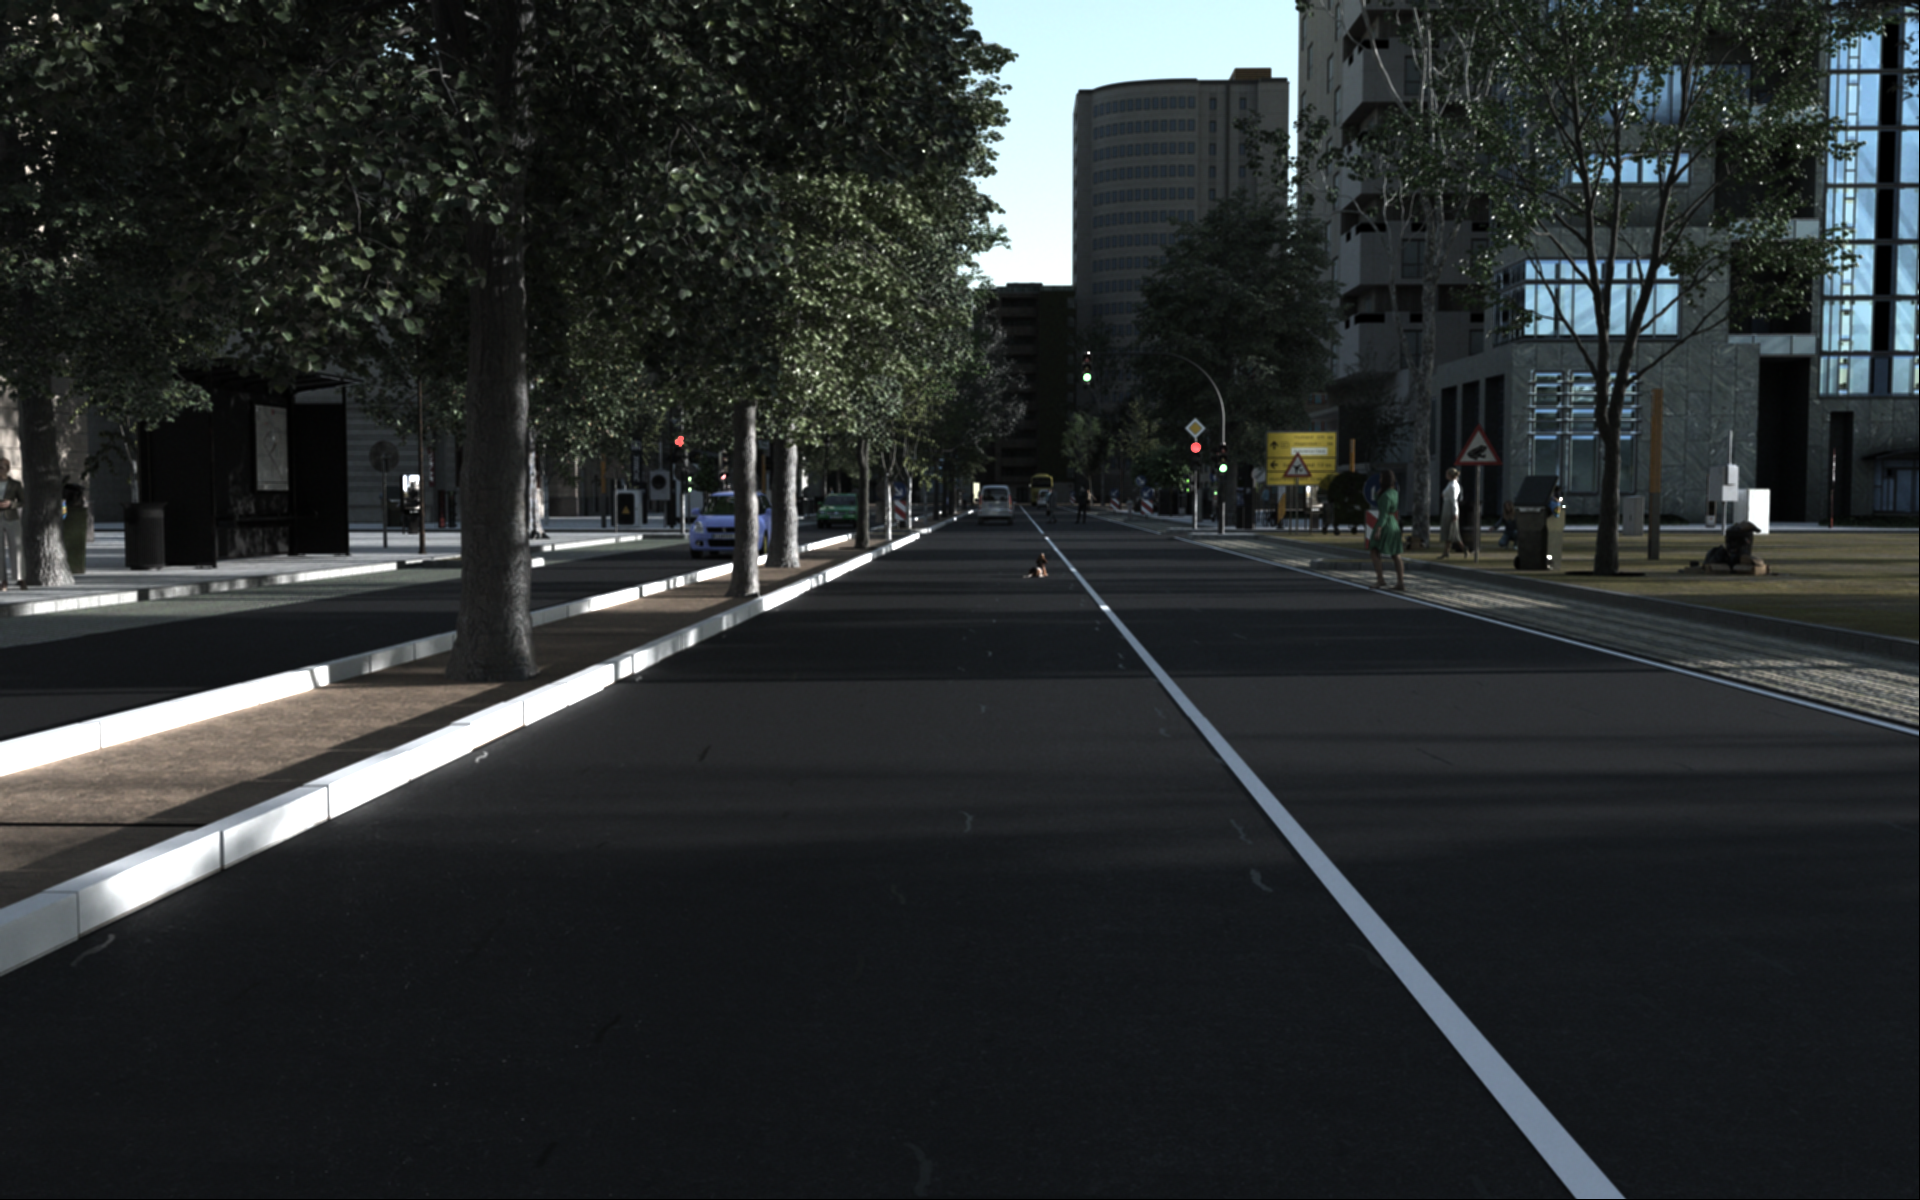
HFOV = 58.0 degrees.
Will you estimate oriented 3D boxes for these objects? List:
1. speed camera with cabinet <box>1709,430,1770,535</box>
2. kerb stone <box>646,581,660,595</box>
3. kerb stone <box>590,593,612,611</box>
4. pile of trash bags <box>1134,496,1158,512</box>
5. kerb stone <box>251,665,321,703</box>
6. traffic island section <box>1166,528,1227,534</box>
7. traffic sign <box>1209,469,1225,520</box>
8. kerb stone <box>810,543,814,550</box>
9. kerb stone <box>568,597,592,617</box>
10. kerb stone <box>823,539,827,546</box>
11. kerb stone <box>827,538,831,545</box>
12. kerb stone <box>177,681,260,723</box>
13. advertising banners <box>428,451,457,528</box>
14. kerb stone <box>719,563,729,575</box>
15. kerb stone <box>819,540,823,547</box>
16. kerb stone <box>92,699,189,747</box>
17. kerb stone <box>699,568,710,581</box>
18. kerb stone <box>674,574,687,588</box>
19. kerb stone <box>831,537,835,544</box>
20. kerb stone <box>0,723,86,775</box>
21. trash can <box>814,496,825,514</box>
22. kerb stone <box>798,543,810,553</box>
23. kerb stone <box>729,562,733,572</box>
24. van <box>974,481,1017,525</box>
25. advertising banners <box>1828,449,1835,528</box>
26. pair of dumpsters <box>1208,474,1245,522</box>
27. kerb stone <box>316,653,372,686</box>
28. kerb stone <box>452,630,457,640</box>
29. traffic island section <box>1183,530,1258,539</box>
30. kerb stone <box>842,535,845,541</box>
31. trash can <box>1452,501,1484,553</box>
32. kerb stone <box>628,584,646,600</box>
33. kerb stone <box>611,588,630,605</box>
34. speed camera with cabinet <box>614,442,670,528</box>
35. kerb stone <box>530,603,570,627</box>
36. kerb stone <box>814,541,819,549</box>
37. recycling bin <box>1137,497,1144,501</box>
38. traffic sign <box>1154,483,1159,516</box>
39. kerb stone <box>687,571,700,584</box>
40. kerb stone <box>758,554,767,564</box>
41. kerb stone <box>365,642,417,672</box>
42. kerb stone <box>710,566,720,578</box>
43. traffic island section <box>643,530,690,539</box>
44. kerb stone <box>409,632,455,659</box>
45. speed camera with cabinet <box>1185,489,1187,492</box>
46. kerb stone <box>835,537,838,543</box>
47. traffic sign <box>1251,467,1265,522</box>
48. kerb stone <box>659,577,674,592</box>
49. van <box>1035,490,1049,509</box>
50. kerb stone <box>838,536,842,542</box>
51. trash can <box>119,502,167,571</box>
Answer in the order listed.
[{"bbox_3d":[24.446,-3.668,54.304,2.038,3.252,0.660,-2,4,-24],"label":"speed camera with cabinet"},{"bbox_3d":[-4.457,-0.146,24.588,0.120,0.150,1.000,0,4,2],"label":"kerb stone"},{"bbox_3d":[-4.536,0.041,21.518,0.120,0.150,1.000,0,4,2],"label":"kerb stone"},{"bbox_3d":[14.306,-7.010,124.357,3.447,1.369,1.912,-1,4,-17],"label":"pile of trash bags"},{"bbox_3d":[-4.806,0.607,12.277,0.120,0.150,1.000,0,4,2],"label":"kerb stone"},{"bbox_3d":[8.642,-2.533,63.697,2.009,0.180,2.903,0,4,2],"label":"traffic island section"},{"bbox_3d":[12.687,-5.223,85.508,0.768,2.556,0.104,0,4,5],"label":"traffic sign"},{"bbox_3d":[-3.888,-1.334,44.009,0.120,0.150,1.000,0,4,2],"label":"kerb stone"},{"bbox_3d":[-4.565,0.104,20.491,0.120,0.150,1.000,0,4,2],"label":"kerb stone"},{"bbox_3d":[-3.789,-1.519,47.084,0.120,0.150,1.000,0,4,2],"label":"kerb stone"},{"bbox_3d":[-3.768,-1.583,48.108,0.120,0.150,1.000,0,4,2],"label":"kerb stone"},{"bbox_3d":[-4.839,0.669,11.251,0.120,0.150,1.000,0,4,2],"label":"kerb stone"},{"bbox_3d":[-19.514,-4.222,65.214,0.090,3.025,2.074,1,4,12],"label":"advertising banners"},{"bbox_3d":[-4.277,-0.520,30.725,0.120,0.150,1.000,0,4,2],"label":"kerb stone"},{"bbox_3d":[-3.820,-1.451,46.063,0.120,0.150,1.000,0,4,2],"label":"kerb stone"},{"bbox_3d":[-4.866,0.732,10.230,0.120,0.150,1.000,0,4,2],"label":"kerb stone"},{"bbox_3d":[-4.324,-0.397,28.681,0.120,0.150,1.000,0,4,2],"label":"kerb stone"},{"bbox_3d":[-4.392,-0.271,26.630,0.120,0.150,1.000,0,4,2],"label":"kerb stone"},{"bbox_3d":[-3.733,-1.646,49.133,0.120,0.150,1.000,0,4,2],"label":"kerb stone"},{"bbox_3d":[-4.899,0.794,9.207,0.120,0.150,1.000,0,4,2],"label":"kerb stone"},{"bbox_3d":[-9.223,-6.226,113.447,0.748,1.137,0.748,0,3,0],"label":"trash can"},{"bbox_3d":[-3.912,-1.270,42.987,0.120,0.150,1.000,0,4,2],"label":"kerb stone"},{"bbox_3d":[-4.246,-0.583,31.747,0.120,0.150,1.000,0,4,2],"label":"kerb stone"},{"bbox_3d":[1.674,-4.561,81.577,2.013,2.044,4.112,0,4,1],"label":"van"},{"bbox_3d":[32.876,-4.226,65.278,0.090,3.025,2.074,2,4,29],"label":"advertising banners"},{"bbox_3d":[12.298,-4.660,78.692,1.574,2.255,4.437,0,4,2],"label":"pair of dumpsters"},{"bbox_3d":[-4.780,0.544,13.301,0.120,0.150,1.000,0,4,2],"label":"kerb stone"},{"bbox_3d":[-4.685,0.358,16.385,0.120,0.150,1.000,0,4,2],"label":"kerb stone"},{"bbox_3d":[8.409,-2.045,55.715,2.009,0.180,2.903,0,4,2],"label":"traffic island section"},{"bbox_3d":[-3.653,-1.833,52.203,0.120,0.150,1.000,0,4,2],"label":"kerb stone"},{"bbox_3d":[11.125,-1.614,38.045,0.748,1.137,0.748,0,3,0],"label":"trash can"},{"bbox_3d":[-4.474,-0.083,23.566,0.120,0.150,1.000,0,4,2],"label":"kerb stone"},{"bbox_3d":[-4.504,-0.017,22.539,0.120,0.150,1.000,0,4,2],"label":"kerb stone"},{"bbox_3d":[-12.028,-4.352,65.495,2.038,3.252,0.660,0,4,1],"label":"speed camera with cabinet"},{"bbox_3d":[-4.604,0.169,19.469,0.120,0.150,1.000,0,4,2],"label":"kerb stone"},{"bbox_3d":[-3.856,-1.397,45.030,0.120,0.150,1.000,0,4,2],"label":"kerb stone"},{"bbox_3d":[13.724,-7.199,130.257,0.722,1.027,0.722,2,4,25],"label":"recycling bin"},{"bbox_3d":[11.607,-6.181,101.168,0.768,2.556,0.104,0,4,7],"label":"traffic sign"},{"bbox_3d":[-4.348,-0.334,27.652,0.120,0.150,1.000,0,4,2],"label":"kerb stone"},{"bbox_3d":[-4.117,-0.827,35.833,0.120,0.150,1.000,0,4,2],"label":"kerb stone"},{"bbox_3d":[-4.749,0.482,14.330,0.120,0.150,1.000,0,4,2],"label":"kerb stone"},{"bbox_3d":[-4.305,-0.459,29.703,0.120,0.150,1.000,0,4,2],"label":"kerb stone"},{"bbox_3d":[-9.025,-2.076,56.225,2.009,0.180,2.903,0,4,2],"label":"traffic island section"},{"bbox_3d":[-4.721,0.418,15.363,0.120,0.150,1.000,0,4,2],"label":"kerb stone"},{"bbox_3d":[14.214,-7.193,111.936,2.038,3.252,0.660,3,4,36],"label":"speed camera with cabinet"},{"bbox_3d":[-3.704,-1.710,50.155,0.120,0.150,1.000,0,4,2],"label":"kerb stone"},{"bbox_3d":[13.733,-4.858,79.538,0.768,2.556,0.104,0,4,3],"label":"traffic sign"},{"bbox_3d":[-4.419,-0.207,25.609,0.120,0.150,1.000,0,4,2],"label":"kerb stone"},{"bbox_3d":[8.132,-9.638,164.594,2.013,2.044,4.112,0,4,2],"label":"van"},{"bbox_3d":[-3.676,-1.770,51.182,0.120,0.150,1.000,0,4,2],"label":"kerb stone"},{"bbox_3d":[-13.769,-1.076,29.239,0.748,1.137,0.748,0,3,0],"label":"trash can"}]
